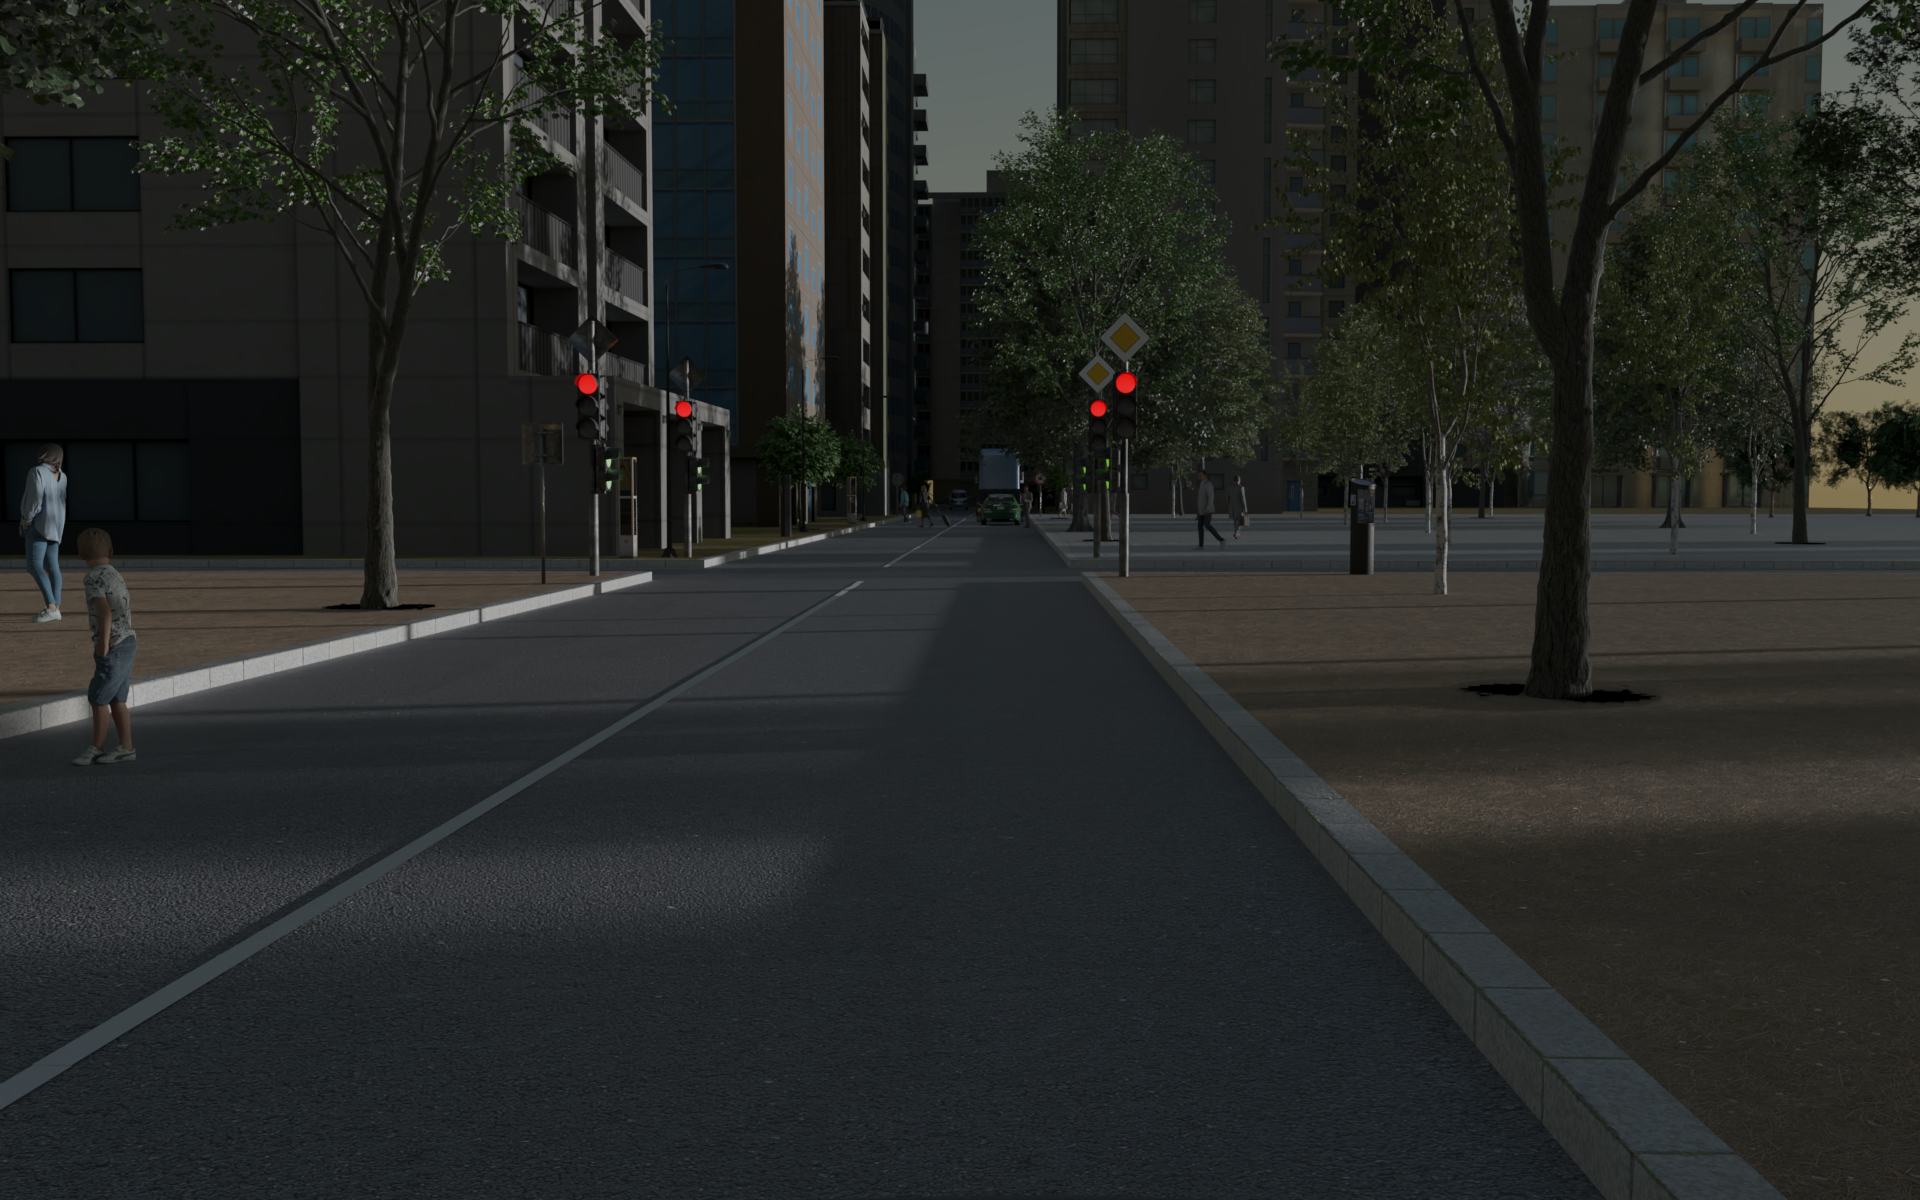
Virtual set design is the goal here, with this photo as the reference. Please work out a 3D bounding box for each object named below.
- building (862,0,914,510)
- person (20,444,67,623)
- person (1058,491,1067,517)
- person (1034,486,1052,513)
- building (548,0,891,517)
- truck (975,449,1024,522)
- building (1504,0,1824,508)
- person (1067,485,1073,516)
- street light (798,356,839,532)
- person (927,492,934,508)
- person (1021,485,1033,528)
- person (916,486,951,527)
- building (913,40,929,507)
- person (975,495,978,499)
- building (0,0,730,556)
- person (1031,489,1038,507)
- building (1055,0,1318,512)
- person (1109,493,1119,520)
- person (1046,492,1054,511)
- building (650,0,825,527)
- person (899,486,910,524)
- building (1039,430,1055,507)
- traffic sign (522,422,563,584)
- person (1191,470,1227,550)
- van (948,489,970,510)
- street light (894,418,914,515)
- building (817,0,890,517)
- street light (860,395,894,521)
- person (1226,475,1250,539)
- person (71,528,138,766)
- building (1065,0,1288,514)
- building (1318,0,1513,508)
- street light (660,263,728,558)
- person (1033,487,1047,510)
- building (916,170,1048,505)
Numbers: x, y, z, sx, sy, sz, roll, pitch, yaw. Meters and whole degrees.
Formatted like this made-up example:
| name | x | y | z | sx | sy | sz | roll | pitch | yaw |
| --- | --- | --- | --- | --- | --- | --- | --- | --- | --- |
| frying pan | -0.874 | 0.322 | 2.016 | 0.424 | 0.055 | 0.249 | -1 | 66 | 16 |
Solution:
| name | x | y | z | sx | sy | sz | roll | pitch | yaw |
| --- | --- | --- | --- | --- | --- | --- | --- | --- | --- |
| building | -15.088 | -36.843 | 144.385 | 21.231 | 58.520 | 28.212 | 0 | 4 | 2 |
| person | -9.262 | -0.688 | 17.562 | 0.793 | 1.790 | 0.793 | -2 | 4 | -29 |
| person | 5.681 | -5.465 | 95.745 | 0.624 | 1.780 | 0.694 | 0 | 4 | -7 |
| person | 5.529 | -6.720 | 115.930 | 1.348 | 1.821 | 0.705 | 2 | 4 | 32 |
| building | -15.403 | -41.675 | 119.632 | 20.563 | 71.187 | 20.611 | 0 | 4 | 2 |
| truck | 2.210 | -6.566 | 97.106 | 2.967 | 4.110 | 18.799 | 0 | 4 | 1 |
| building | 67.140 | -33.734 | 171.158 | 30.456 | 49.044 | 23.786 | 0 | 4 | 2 |
| person | 6.544 | -5.848 | 101.614 | 0.622 | 1.834 | 0.822 | 1 | 4 | 17 |
| street light | -4.757 | -5.254 | 58.440 | 1.470 | 5.913 | 1.316 | 0 | 4 | 2 |
| person | -2.981 | -9.405 | 160.500 | 1.217 | 1.739 | 0.721 | 1 | 4 | 11 |
| person | 2.780 | -3.975 | 73.685 | 0.606 | 1.804 | 0.583 | 3 | 4 | 37 |
| person | -1.154 | -4.041 | 74.793 | 1.509 | 1.804 | 0.699 | 0 | 4 | 0 |
| building | -18.571 | -33.893 | 173.757 | 30.456 | 49.044 | 23.786 | 0 | 4 | 2 |
| person | 1.434 | -7.799 | 136.465 | 0.568 | 1.767 | 0.683 | 2 | 4 | 29 |
| building | -17.048 | -37.069 | 44.329 | 20.563 | 71.187 | 20.611 | 0 | 4 | 2 |
| person | 7.322 | -10.179 | 172.425 | 0.705 | 1.831 | 1.348 | 3 | 4 | 36 |
| building | 18.214 | -36.470 | 138.288 | 21.231 | 58.520 | 28.212 | 0 | 4 | 2 |
| person | 6.682 | -4.180 | 75.136 | 0.760 | 1.731 | 0.466 | -1 | 4 | -17 |
| person | 6.844 | -7.549 | 132.649 | 0.628 | 1.438 | 0.799 | 2 | 4 | 26 |
| building | -13.385 | -25.854 | 72.823 | 14.600 | 45.320 | 14.200 | 0 | 4 | 2 |
| person | -2.623 | -4.558 | 83.048 | 0.620 | 1.820 | 0.660 | 1 | 4 | 20 |
| building | 19.161 | -52.258 | 167.092 | 22.319 | 86.520 | 31.000 | 0 | 4 | 2 |
| traffic sign | -5.960 | -1.382 | 24.728 | 0.606 | 2.300 | 0.079 | 0 | 4 | 8 |
| person | 5.712 | -2.074 | 39.800 | 0.795 | 1.843 | 0.661 | -1 | 4 | -9 |
| van | -0.110 | -9.149 | 156.597 | 2.013 | 2.044 | 4.112 | 0 | 4 | 0 |
| street light | -3.466 | -8.132 | 105.505 | 1.470 | 5.913 | 1.316 | 0 | 4 | 2 |
| building | -11.610 | -20.101 | 100.355 | 14.160 | 30.474 | 14.107 | 0 | 4 | 2 |
| street light | -4.022 | -6.678 | 81.721 | 1.470 | 5.913 | 1.316 | 0 | 4 | 2 |
| person | 7.929 | -2.644 | 49.368 | 0.694 | 1.812 | 0.767 | 3 | 5 | 41 |
| person | -4.550 | 0.244 | 9.202 | 0.352 | 1.250 | 0.332 | 2 | 4 | 28 |
| building | 14.161 | -26.535 | 117.438 | 14.154 | 41.232 | 14.086 | 0 | 4 | 2 |
| building | 41.653 | -44.910 | 172.538 | 20.611 | 71.187 | 20.563 | 0 | 4 | 2 |
| street light | -5.357 | -3.818 | 34.960 | 1.470 | 5.913 | 1.316 | 0 | 4 | 2 |
| person | 6.556 | -8.306 | 141.815 | 1.348 | 1.831 | 0.705 | 1 | 4 | 8 |
| building | 5.834 | -31.713 | 210.395 | 23.993 | 40.220 | 32.217 | 0 | 4 | 2 |
